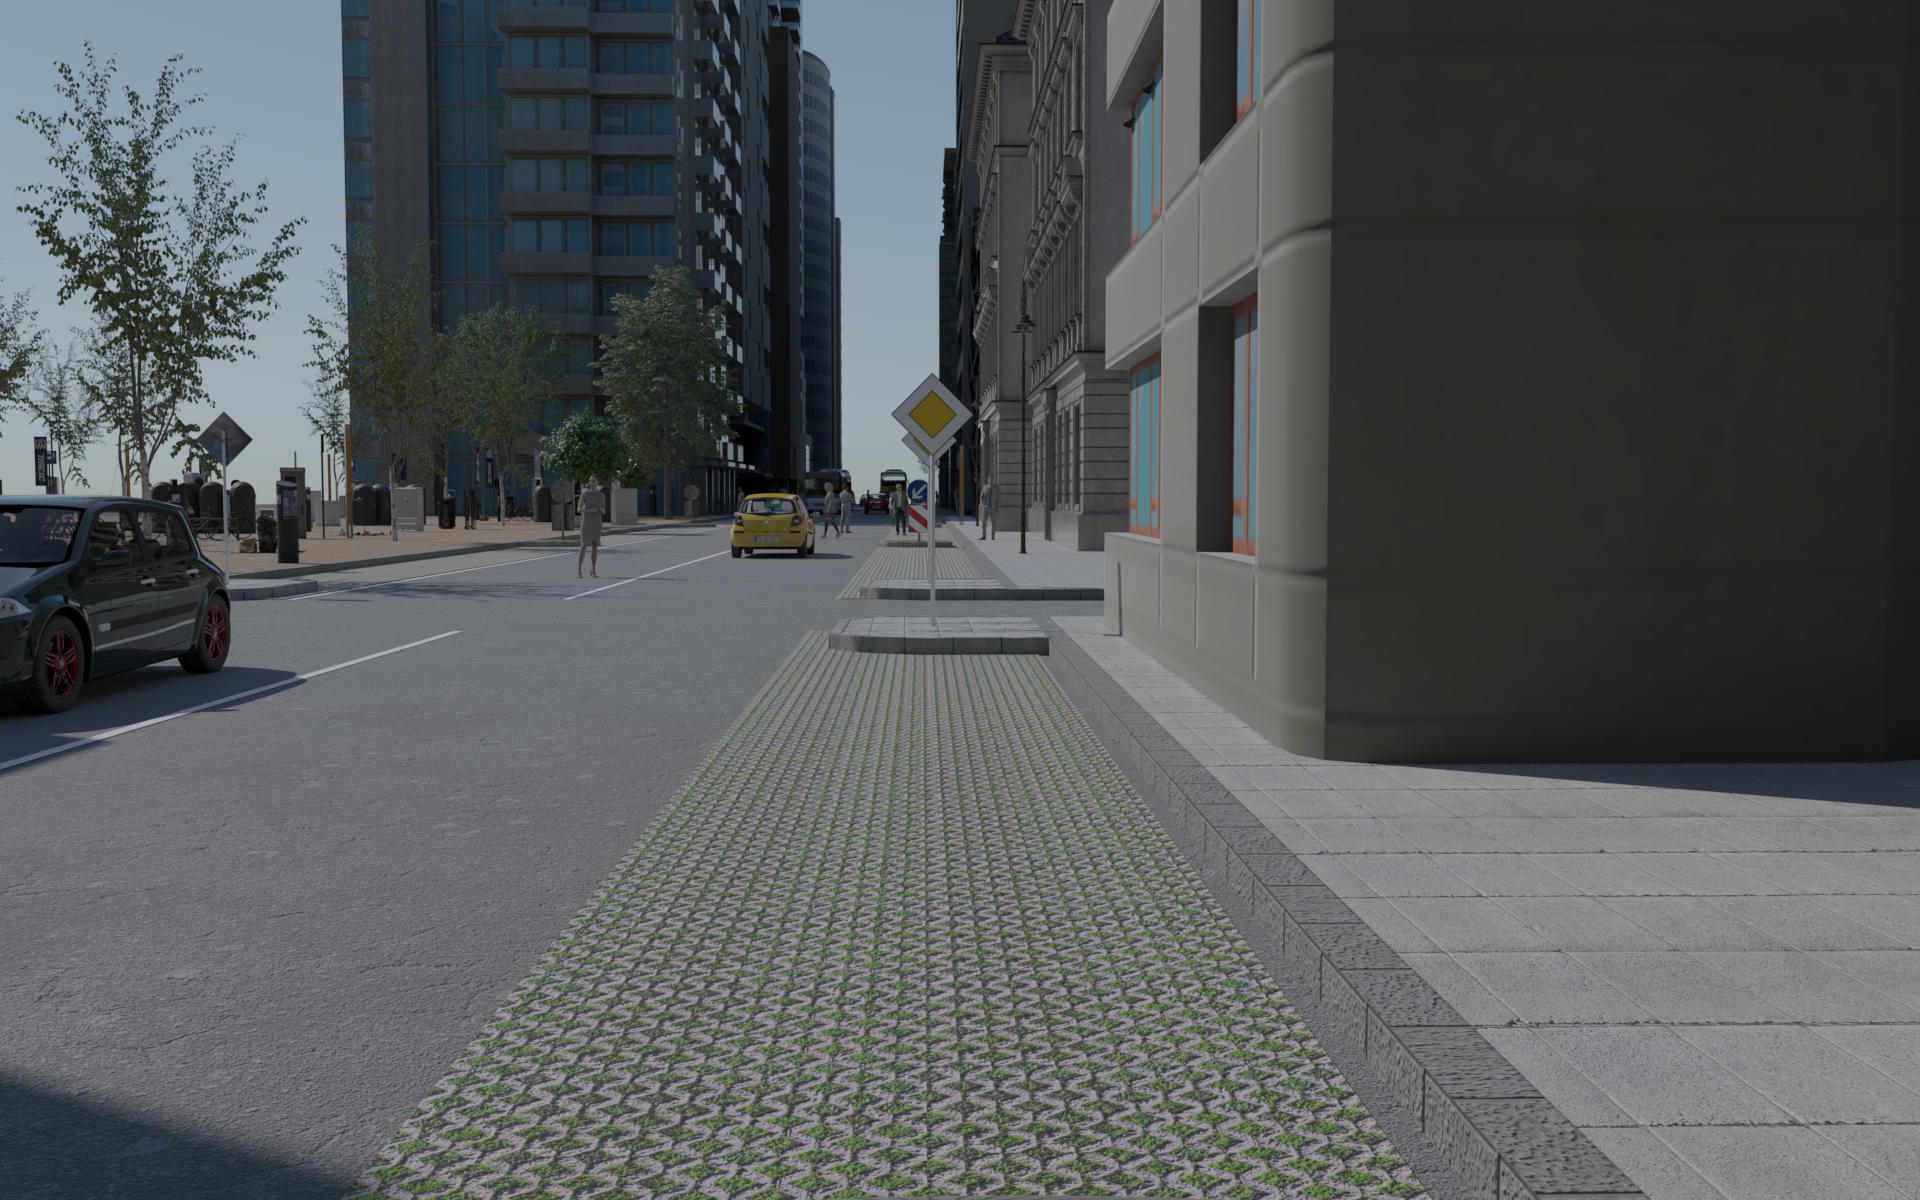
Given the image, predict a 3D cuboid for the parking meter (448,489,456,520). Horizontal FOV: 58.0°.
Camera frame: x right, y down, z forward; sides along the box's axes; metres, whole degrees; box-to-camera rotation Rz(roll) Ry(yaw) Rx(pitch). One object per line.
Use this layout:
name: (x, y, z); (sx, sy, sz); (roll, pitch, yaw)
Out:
parking meter: (-25.538, -4.807, 87.012); (0.372, 1.533, 0.369); (0, 3, 0)

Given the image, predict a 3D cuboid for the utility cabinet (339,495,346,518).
utility cabinet: (-32.800, -4.941, 91.950); (0.306, 1.237, 1.020); (-1, 4, -16)

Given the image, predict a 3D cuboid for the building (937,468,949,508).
building: (8.204, -44.416, 164.458); (20.563, 71.187, 20.611); (0, 4, -1)

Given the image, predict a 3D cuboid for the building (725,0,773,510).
building: (-30.077, -33.857, 142.802); (28.713, 52.752, 27.495); (0, 4, -1)

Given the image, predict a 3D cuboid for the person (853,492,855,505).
person: (-13.735, -13.033, 222.258); (0.551, 1.740, 0.621); (-2, 4, -34)

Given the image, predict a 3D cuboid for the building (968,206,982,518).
building: (8.821, -13.698, 91.413); (16.820, 18.784, 16.811); (0, 4, -1)

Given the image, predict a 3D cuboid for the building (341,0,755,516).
building: (-26.417, -30.242, 114.066); (23.786, 49.044, 30.456); (0, 4, -1)

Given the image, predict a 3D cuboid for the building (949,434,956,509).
building: (10.501, -50.490, 138.189); (22.319, 86.520, 31.000); (0, 4, -1)

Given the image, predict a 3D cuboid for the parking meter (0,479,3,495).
parking meter: (-38.293, -3.861, 68.832); (0.255, 1.863, 0.399); (3, 4, 36)

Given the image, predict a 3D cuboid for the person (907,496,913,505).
person: (-3.583, -7.577, 132.324); (1.348, 1.831, 0.705); (-1, 4, -12)

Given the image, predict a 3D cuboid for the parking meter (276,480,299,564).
parking meter: (-12.455, -1.447, 32.078); (0.372, 1.533, 0.369); (0, 3, 0)

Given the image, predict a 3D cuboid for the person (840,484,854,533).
person: (-4.159, -3.363, 63.665); (0.511, 1.800, 0.466); (1, 4, 20)

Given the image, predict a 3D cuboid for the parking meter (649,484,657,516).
parking meter: (-17.639, -5.742, 99.589); (0.399, 1.863, 0.255); (2, 4, 32)

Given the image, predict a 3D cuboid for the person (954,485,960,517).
person: (-0.139, -5.444, 95.387); (0.599, 1.781, 0.374); (-3, 5, -44)

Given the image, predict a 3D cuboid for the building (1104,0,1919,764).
building: (15.564, -9.623, 2.377); (27.650, 21.520, 28.899); (0, 4, -1)

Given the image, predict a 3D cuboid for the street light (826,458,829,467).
street light: (-16.548, -14.846, 215.517); (0.468, 5.910, 1.993); (0, 4, -1)

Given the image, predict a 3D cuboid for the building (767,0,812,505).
building: (-27.842, -54.056, 196.479); (22.319, 86.520, 31.000); (0, 4, -1)

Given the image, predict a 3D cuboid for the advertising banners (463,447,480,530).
advertising banners: (-17.773, -4.095, 63.141); (0.090, 3.025, 2.074); (0, 4, 0)

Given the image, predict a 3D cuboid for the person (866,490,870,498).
person: (-8.897, -9.798, 168.325); (0.705, 1.869, 1.348); (0, 4, 1)

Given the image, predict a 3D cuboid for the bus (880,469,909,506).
bus: (-6.465, -10.926, 170.185); (2.896, 3.916, 12.252); (0, 4, -1)

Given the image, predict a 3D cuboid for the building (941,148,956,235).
building: (8.816, -34.336, 216.022); (22.147, 44.769, 28.867); (0, 4, -1)

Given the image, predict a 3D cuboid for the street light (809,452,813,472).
street light: (-15.849, -12.947, 184.472); (0.468, 5.910, 1.993); (0, 4, -1)

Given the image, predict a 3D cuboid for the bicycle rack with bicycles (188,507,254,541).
bicycle rack with bicycles: (-20.971, -2.091, 47.563); (2.925, 0.926, 2.852); (-1, 4, -23)

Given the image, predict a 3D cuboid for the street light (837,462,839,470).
street light: (-17.330, -16.738, 246.452); (0.468, 5.910, 1.993); (0, 4, -1)

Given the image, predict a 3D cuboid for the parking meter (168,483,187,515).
parking meter: (-17.824, -1.900, 39.474); (0.372, 1.533, 0.369); (0, 3, 0)

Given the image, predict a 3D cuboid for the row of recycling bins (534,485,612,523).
row of recycling bins: (-17.490, -4.349, 78.224); (3.534, 1.692, 1.069); (0, 4, 1)

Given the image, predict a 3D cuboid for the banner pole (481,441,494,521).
banner pole: (-22.423, -5.634, 82.126); (0.401, 3.779, 0.863); (2, 4, 33)

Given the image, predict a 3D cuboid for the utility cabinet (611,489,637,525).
utility cabinet: (-13.652, -3.773, 70.367); (0.318, 1.500, 1.173); (2, 4, 35)

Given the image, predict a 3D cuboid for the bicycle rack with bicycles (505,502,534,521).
bicycle rack with bicycles: (-20.546, -4.232, 82.578); (2.925, 0.926, 2.852); (-1, 4, -20)

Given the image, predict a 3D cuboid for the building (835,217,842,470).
building: (-24.311, -34.562, 248.688); (14.154, 41.232, 14.086); (0, 4, -1)

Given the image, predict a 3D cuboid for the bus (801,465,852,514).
bus: (-9.452, -7.944, 124.750); (2.948, 3.499, 13.247); (0, 4, 0)

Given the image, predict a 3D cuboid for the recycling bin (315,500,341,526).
recycling bin: (-25.344, -3.478, 69.412); (0.722, 1.027, 0.722); (3, 4, 37)

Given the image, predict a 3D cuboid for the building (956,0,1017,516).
building: (10.595, -29.870, 112.079); (21.300, 48.544, 21.600); (0, 4, -1)

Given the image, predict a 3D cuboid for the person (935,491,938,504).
person: (-2.933, -13.147, 221.710); (0.721, 1.735, 1.217); (0, 4, -3)

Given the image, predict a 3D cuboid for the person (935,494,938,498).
person: (-3.134, -14.001, 235.680); (0.721, 1.735, 1.217); (-1, 4, -13)

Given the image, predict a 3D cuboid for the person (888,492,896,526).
person: (-3.023, -4.144, 78.844); (0.503, 1.515, 0.523); (1, 4, 10)

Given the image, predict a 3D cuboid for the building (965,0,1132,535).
building: (5.703, -12.422, 67.730); (10.561, 19.102, 19.286); (0, 4, -1)

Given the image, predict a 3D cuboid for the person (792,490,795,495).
person: (-12.079, -7.114, 125.728); (0.530, 1.710, 0.541); (1, 4, 17)

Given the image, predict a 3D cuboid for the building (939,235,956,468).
building: (4.635, -25.885, 194.915); (14.160, 30.474, 14.107); (0, 4, -1)

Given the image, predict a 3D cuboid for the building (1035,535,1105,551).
building: (7.149, -11.176, 47.350); (10.561, 19.102, 19.286); (0, 4, -1)

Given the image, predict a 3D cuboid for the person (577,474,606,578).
person: (-6.329, -1.279, 29.748); (0.599, 1.781, 0.374); (-2, 4, -33)

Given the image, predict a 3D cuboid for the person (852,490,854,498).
person: (-11.019, -10.257, 176.213); (0.705, 1.823, 1.348); (-1, 4, -12)

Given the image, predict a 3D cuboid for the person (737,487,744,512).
person: (-12.449, -5.480, 98.102); (0.555, 1.821, 0.388); (3, 4, 38)

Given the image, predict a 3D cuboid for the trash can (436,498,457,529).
trash can: (-18.840, -3.175, 63.565); (0.748, 1.137, 0.748); (0, 3, 0)

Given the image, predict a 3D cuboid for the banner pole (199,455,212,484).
banner pole: (-42.143, -6.537, 96.896); (0.863, 3.779, 0.401); (0, 4, -7)

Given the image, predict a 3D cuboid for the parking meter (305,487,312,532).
parking meter: (-22.268, -3.088, 58.901); (0.372, 1.533, 0.369); (0, 3, 0)

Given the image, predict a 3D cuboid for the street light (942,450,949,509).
street light: (-1.635, -12.432, 176.050); (0.468, 5.910, 1.993); (0, 4, -1)

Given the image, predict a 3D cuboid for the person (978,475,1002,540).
person: (0.846, -2.585, 48.412); (0.635, 1.810, 0.391); (1, 4, 9)

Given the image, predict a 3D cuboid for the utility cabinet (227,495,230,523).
utility cabinet: (-32.180, -4.009, 76.716); (1.020, 1.237, 0.306); (1, 4, 9)

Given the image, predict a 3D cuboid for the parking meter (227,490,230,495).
parking meter: (-41.171, -5.448, 97.493); (0.372, 1.533, 0.369); (0, 3, 0)

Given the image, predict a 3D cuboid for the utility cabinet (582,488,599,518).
utility cabinet: (-18.149, -4.720, 85.852); (1.173, 1.500, 0.318); (0, 4, 6)

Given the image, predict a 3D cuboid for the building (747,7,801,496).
building: (-22.530, -31.431, 164.006); (14.600, 45.320, 14.200); (0, 4, -1)

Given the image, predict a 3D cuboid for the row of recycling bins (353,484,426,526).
row of recycling bins: (-23.547, -3.933, 71.421); (1.069, 1.692, 3.534); (2, 4, 29)

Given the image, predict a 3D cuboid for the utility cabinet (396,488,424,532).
utility cabinet: (-18.661, -3.050, 58.549); (1.173, 1.500, 0.318); (2, 4, 32)

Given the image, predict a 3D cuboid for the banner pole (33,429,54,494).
banner pole: (-34.892, -4.655, 66.132); (0.863, 3.779, 0.401); (-1, 4, -10)

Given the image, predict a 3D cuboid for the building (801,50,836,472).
building: (-27.533, -41.890, 226.898); (21.231, 58.520, 28.212); (0, 4, -1)

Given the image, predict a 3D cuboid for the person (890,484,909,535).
person: (-2.064, -3.105, 59.667); (0.661, 1.777, 0.834); (-1, 4, -12)

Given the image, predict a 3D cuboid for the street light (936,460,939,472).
street light: (-2.200, -13.791, 198.266); (0.468, 5.910, 1.993); (0, 4, -1)

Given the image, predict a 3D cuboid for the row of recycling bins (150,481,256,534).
row of recycling bins: (-24.787, -3.032, 56.691); (3.534, 1.692, 1.069); (0, 4, 5)

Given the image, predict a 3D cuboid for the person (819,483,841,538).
person: (-4.173, -2.879, 55.756); (0.728, 1.800, 0.709); (-1, 4, -14)
